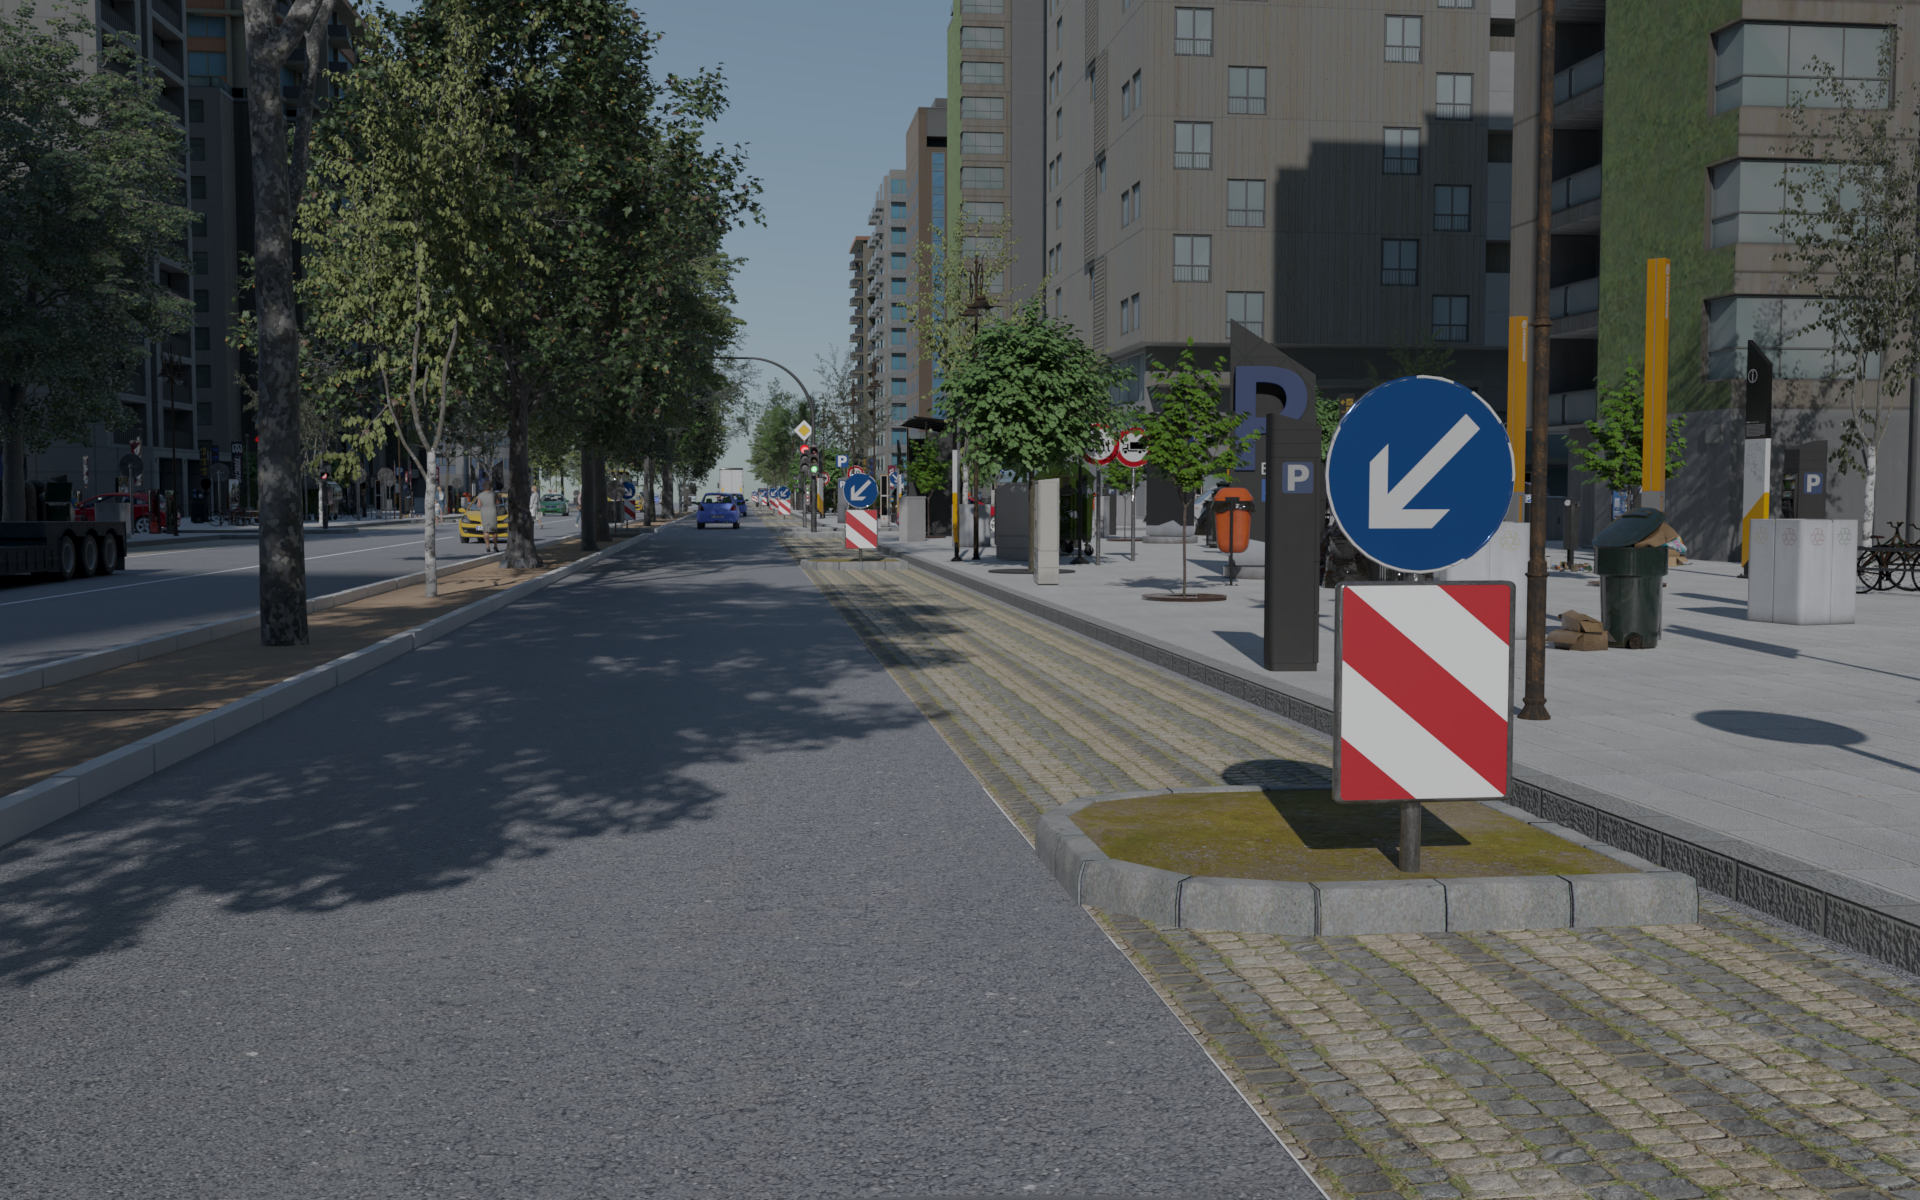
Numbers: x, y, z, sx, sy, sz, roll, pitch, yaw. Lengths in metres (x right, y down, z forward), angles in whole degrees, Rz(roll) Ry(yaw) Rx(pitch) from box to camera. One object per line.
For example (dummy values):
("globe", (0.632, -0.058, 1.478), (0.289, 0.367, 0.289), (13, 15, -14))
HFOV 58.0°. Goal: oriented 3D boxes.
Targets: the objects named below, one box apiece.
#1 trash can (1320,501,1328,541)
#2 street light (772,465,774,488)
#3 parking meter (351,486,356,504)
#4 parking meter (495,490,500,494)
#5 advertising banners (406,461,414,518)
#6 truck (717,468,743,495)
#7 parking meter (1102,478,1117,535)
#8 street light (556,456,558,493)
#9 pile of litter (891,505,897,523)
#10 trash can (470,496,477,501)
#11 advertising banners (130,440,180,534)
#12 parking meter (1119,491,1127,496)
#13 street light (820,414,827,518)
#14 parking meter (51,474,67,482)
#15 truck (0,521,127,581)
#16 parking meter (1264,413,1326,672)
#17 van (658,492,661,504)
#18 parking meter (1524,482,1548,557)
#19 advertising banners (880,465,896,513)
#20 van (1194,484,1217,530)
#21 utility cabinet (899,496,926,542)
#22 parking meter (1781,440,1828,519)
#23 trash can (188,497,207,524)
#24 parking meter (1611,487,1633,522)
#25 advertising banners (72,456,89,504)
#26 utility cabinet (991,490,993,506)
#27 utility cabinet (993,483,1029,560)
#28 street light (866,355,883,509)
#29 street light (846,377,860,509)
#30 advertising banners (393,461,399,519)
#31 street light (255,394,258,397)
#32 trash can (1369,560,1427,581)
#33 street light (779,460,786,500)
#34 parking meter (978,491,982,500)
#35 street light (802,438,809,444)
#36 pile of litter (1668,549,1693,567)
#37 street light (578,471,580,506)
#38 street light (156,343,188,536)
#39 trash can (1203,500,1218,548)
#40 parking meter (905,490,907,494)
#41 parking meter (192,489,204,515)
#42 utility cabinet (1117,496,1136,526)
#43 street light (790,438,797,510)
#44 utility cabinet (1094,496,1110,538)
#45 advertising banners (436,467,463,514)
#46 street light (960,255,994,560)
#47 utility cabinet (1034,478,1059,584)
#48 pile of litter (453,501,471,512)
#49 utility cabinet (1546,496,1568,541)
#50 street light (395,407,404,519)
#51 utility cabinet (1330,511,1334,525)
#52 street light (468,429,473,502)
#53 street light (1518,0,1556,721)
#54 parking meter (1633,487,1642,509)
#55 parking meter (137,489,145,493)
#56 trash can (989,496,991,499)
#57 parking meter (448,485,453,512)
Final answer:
("trash can", (7.824, -1.646, 38.561), (0.748, 1.137, 0.748), (0, 3, 0))
("street light", (-22.990, -14.863, 215.791), (0.468, 5.910, 1.993), (0, 4, -7))
("parking meter", (-41.305, -6.877, 118.142), (0.399, 1.863, 0.255), (3, 5, 40))
("parking meter", (-32.614, -6.956, 122.136), (0.372, 1.533, 0.369), (0, 3, 0))
("advertising banners", (-29.453, -5.921, 93.003), (0.090, 3.025, 2.074), (-1, 4, -14))
("truck", (-25.254, -12.348, 190.795), (2.839, 4.237, 11.283), (-1, 4, -9))
("parking meter", (4.660, -2.953, 53.996), (0.399, 1.863, 0.255), (-1, 4, -16))
("street light", (-38.031, -11.640, 163.095), (0.468, 5.910, 1.993), (0, 4, -7))
("pile of litter", (-2.449, -3.874, 77.298), (1.176, 0.858, 1.719), (3, 4, 36))
("trash can", (-38.295, -7.642, 136.606), (0.748, 1.137, 0.748), (0, 3, 0))
("advertising banners", (-25.930, -3.642, 55.732), (2.074, 3.025, 0.090), (2, 4, 24))
("parking meter", (6.887, -3.948, 72.959), (0.372, 1.533, 0.369), (0, 3, 0))
("street light", (-7.262, -7.318, 92.438), (0.468, 5.910, 1.993), (0, 4, -7))
("parking meter", (-26.573, -2.777, 51.122), (0.255, 1.863, 0.399), (2, 4, 30))
("truck", (-14.791, -1.955, 21.715), (2.967, 4.110, 18.799), (-1, 4, -9))
("parking meter", (2.430, -0.420, 12.583), (0.399, 1.863, 0.255), (0, 4, -3))
("van", (-42.698, -14.899, 250.617), (2.013, 2.044, 4.112), (0, 4, -8))
("parking meter", (11.630, -1.639, 35.206), (0.372, 1.533, 0.369), (0, 3, 0))
("advertising banners", (-4.859, -6.622, 104.455), (2.074, 3.025, 0.090), (-1, 4, -12))
("van", (9.543, -3.465, 63.670), (4.112, 2.044, 2.013), (0, 4, -6))
("utility cabinet", (-1.284, -2.154, 46.380), (0.306, 1.237, 1.020), (2, 4, 26))
("parking meter", (9.157, -0.802, 18.817), (0.399, 1.863, 0.255), (-1, 4, -11))
("trash can", (-33.174, -3.899, 75.399), (0.748, 1.137, 0.748), (0, 3, 0))
("parking meter", (12.324, -1.460, 32.277), (0.372, 1.533, 0.369), (0, 3, 0))
("advertising banners", (-40.710, -5.126, 79.990), (2.074, 3.025, 0.090), (3, 4, 38))
("utility cabinet", (2.031, -4.976, 90.033), (0.318, 1.500, 1.173), (2, 4, 32))
("utility cabinet", (1.250, -1.502, 33.230), (1.173, 1.500, 0.318), (3, 5, 39))
("street light", (-2.857, -5.194, 57.714), (0.468, 5.910, 1.993), (0, 4, -7))
("street light", (-4.223, -5.861, 68.610), (0.468, 5.910, 1.993), (0, 4, -7))
("advertising banners", (-29.480, -5.755, 90.288), (0.090, 3.025, 2.074), (-1, 4, -16))
("street light", (-25.432, -5.557, 63.652), (0.468, 5.910, 1.993), (0, 4, -7))
("trash can", (4.736, -0.432, 18.723), (0.748, 1.137, 0.748), (0, 3, 0))
("street light", (-16.984, -11.937, 167.957), (0.468, 5.910, 1.993), (0, 4, -7))
("parking meter", (1.278, -6.616, 116.589), (0.372, 1.533, 0.369), (0, 3, 0))
("street light", (-10.356, -8.793, 116.546), (0.468, 5.910, 1.993), (0, 4, -7))
("pile of litter", (12.498, -1.044, 31.040), (1.719, 0.858, 1.176), (-1, 4, -22))
("street light", (-41.096, -13.086, 186.736), (0.468, 5.910, 1.993), (0, 4, -7))
("street light", (-23.985, -4.895, 52.818), (0.468, 5.910, 1.993), (0, 4, -7))
("trash can", (6.146, -1.801, 41.103), (0.748, 1.137, 0.748), (0, 3, 0))
("parking meter", (-2.855, -5.152, 92.653), (0.372, 1.533, 0.369), (0, 3, 0))
("parking meter", (-41.696, -5.271, 94.588), (0.372, 1.533, 0.369), (0, 3, 0))
("utility cabinet", (6.677, -3.567, 69.479), (0.306, 1.237, 1.020), (-2, 4, -27))
("street light", (-13.842, -10.462, 143.843), (0.468, 5.910, 1.993), (0, 4, -7))
("utility cabinet", (4.198, -2.454, 51.291), (0.306, 1.237, 1.020), (1, 4, 14))
("advertising banners", (-32.850, -7.018, 110.930), (2.074, 3.025, 0.090), (-3, 5, -43))
("street light", (0.315, -3.723, 33.654), (0.468, 5.910, 1.993), (0, 4, -7))
("utility cabinet", (1.226, -0.988, 24.835), (0.318, 1.500, 1.173), (0, 4, 0))
("pile of litter", (-35.981, -6.763, 124.540), (1.719, 0.858, 1.176), (0, 4, -2))
("utility cabinet", (16.334, -2.250, 47.941), (1.020, 1.237, 0.306), (-2, 4, -26))
("street light", (-28.265, -7.005, 87.323), (0.468, 5.910, 1.993), (0, 4, -7))
("utility cabinet", (9.296, -1.880, 41.893), (0.306, 1.237, 1.020), (3, 5, 40))
("street light", (-31.525, -8.497, 111.714), (0.468, 5.910, 1.993), (0, 4, -7))
("street light", (3.281, -2.259, 9.717), (0.468, 5.910, 1.993), (0, 4, -7))
("parking meter", (13.213, -1.696, 33.446), (0.399, 1.863, 0.255), (2, 4, 23))
("parking meter", (-38.364, -4.447, 81.118), (0.372, 1.533, 0.369), (0, 3, 0))
("trash can", (2.317, -6.351, 115.489), (0.748, 1.137, 0.748), (0, 3, 0))
("parking meter", (-33.843, -6.679, 114.908), (0.255, 1.863, 0.399), (0, 4, 1))
